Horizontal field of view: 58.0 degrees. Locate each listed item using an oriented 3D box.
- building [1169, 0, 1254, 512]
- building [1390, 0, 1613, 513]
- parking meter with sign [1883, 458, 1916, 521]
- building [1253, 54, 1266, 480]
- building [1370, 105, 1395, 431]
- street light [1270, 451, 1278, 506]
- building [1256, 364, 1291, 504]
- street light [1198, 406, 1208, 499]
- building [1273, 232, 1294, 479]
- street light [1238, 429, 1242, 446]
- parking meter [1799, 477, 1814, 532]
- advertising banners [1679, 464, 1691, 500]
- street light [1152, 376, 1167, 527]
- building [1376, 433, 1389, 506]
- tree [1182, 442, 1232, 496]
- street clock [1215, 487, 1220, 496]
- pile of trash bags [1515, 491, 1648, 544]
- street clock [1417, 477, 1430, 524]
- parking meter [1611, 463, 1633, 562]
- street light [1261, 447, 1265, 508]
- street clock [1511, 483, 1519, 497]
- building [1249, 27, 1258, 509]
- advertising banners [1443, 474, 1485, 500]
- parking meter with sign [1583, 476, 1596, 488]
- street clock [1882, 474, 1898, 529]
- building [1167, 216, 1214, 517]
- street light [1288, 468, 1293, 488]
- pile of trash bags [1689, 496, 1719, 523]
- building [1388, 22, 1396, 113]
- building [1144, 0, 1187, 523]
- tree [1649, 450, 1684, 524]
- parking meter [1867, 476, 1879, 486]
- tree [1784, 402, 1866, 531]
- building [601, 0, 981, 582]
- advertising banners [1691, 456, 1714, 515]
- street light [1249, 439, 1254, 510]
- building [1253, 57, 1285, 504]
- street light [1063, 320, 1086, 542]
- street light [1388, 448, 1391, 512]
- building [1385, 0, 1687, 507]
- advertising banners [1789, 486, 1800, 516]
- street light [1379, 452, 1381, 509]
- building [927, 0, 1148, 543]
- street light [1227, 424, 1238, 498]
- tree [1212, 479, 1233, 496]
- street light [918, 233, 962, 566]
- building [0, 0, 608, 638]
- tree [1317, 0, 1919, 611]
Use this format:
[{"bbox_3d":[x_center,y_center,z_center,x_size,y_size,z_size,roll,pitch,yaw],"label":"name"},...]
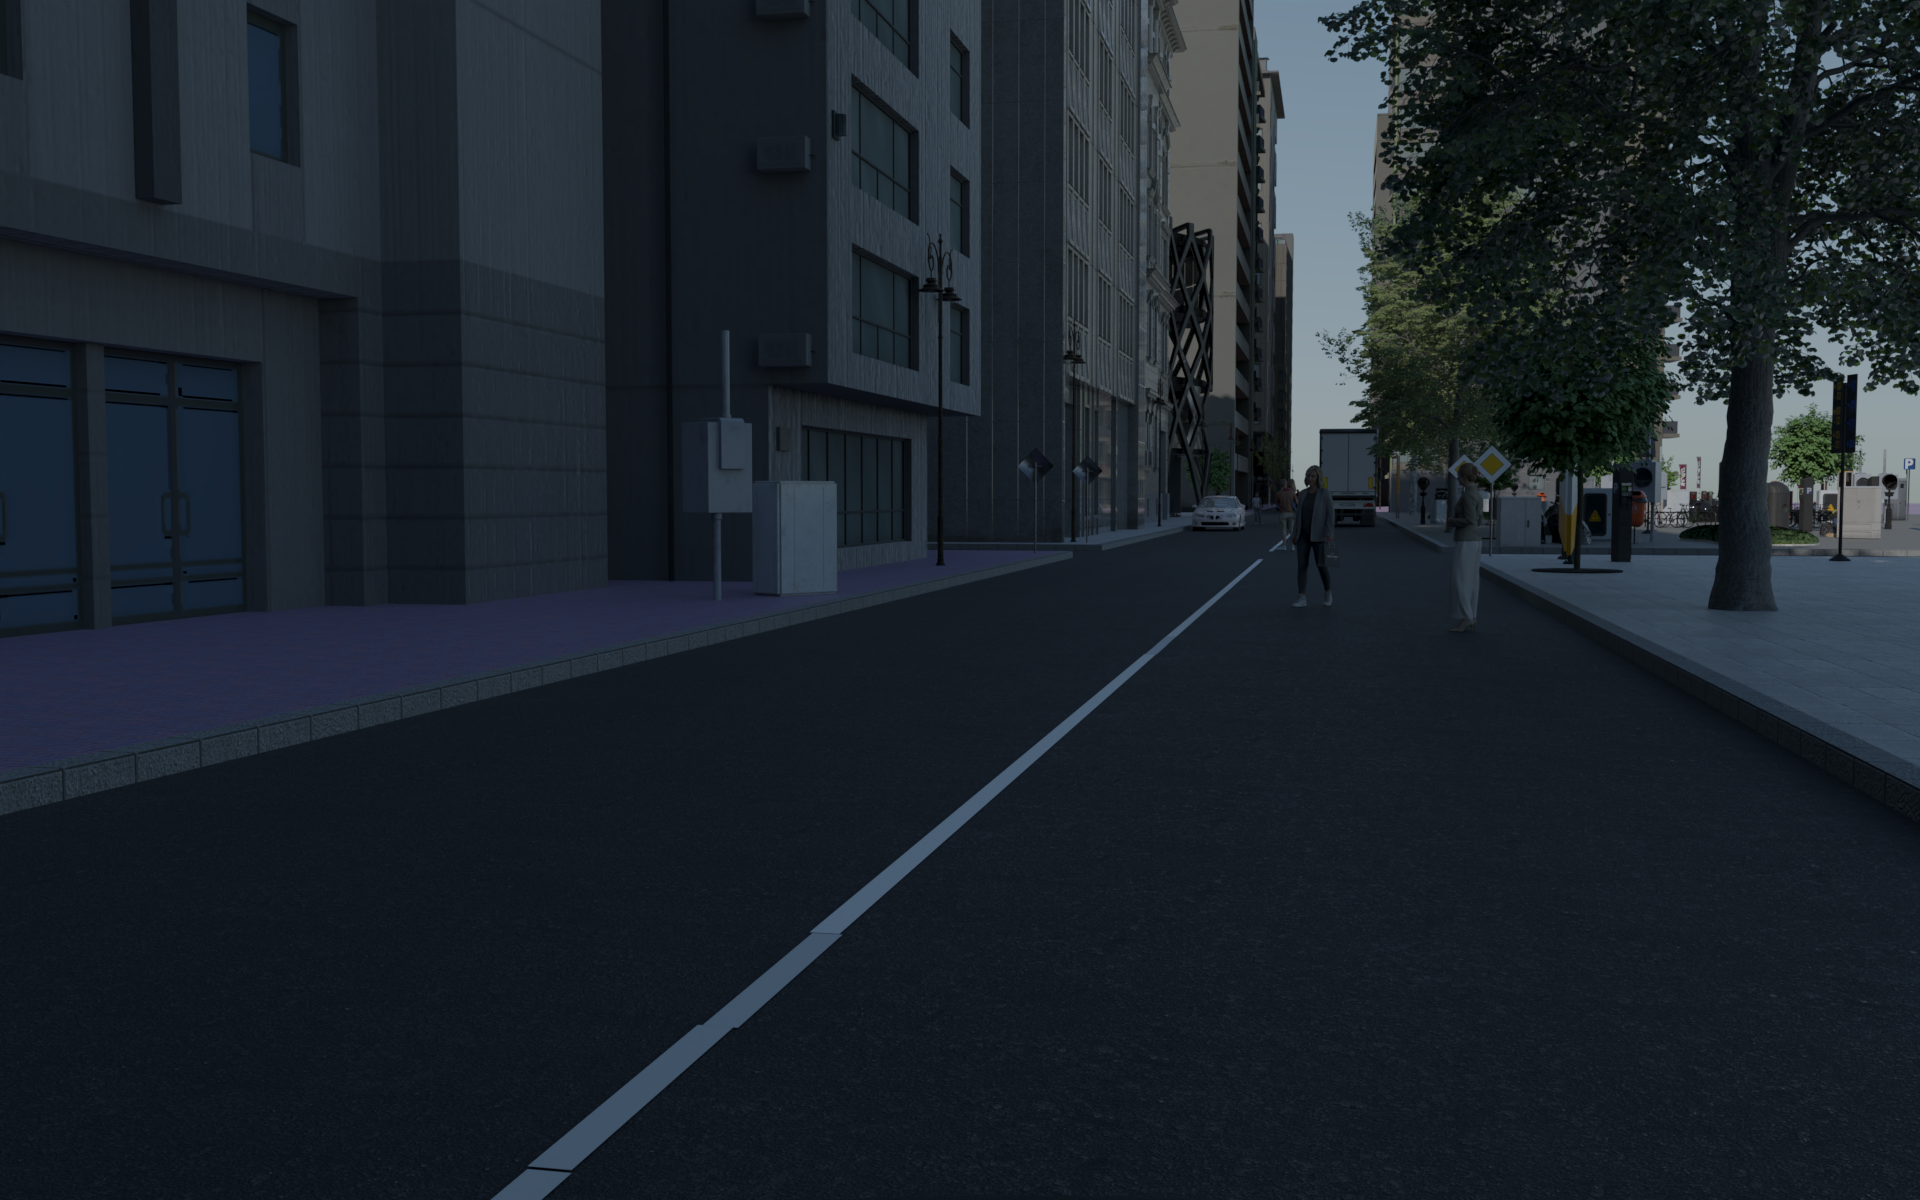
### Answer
[{"bbox_3d":[10.858,-31.055,131.446,21.300,48.544,21.600,1,4,12],"label":"building"},{"bbox_3d":[38.100,-26.910,123.577,14.154,41.232,14.086,1,4,12],"label":"building"},{"bbox_3d":[45.535,-5.369,84.048,1.738,3.016,0.543,-2,4,-29],"label":"parking meter with sign"},{"bbox_3d":[18.581,-31.606,171.380,22.147,44.769,28.867,1,4,12],"label":"building"},{"bbox_3d":[60.668,-35.773,208.598,21.300,48.544,21.600,1,4,12],"label":"building"},{"bbox_3d":[33.779,-13.124,187.364,0.468,5.910,1.993,1,4,12],"label":"street light"},{"bbox_3d":[32.604,-24.554,246.503,27.650,21.520,28.899,1,4,12],"label":"building"},{"bbox_3d":[12.698,-7.205,90.584,0.468,5.910,1.993,1,4,12],"label":"street light"},{"bbox_3d":[43.629,-35.591,265.502,14.154,41.232,14.086,1,4,12],"label":"building"},{"bbox_3d":[19.296,-9.033,120.479,0.468,5.910,1.993,1,4,12],"label":"street light"},{"bbox_3d":[28.552,-3.226,58.450,0.399,1.863,0.255,-1,4,-9],"label":"parking meter"},{"bbox_3d":[42.914,-6.428,101.283,2.074,3.025,0.090,-1,4,-12],"label":"advertising banners"},{"bbox_3d":[7.879,-5.840,68.275,0.468,5.910,1.993,1,4,12],"label":"street light"},{"bbox_3d":[53.181,-52.543,171.752,22.319,86.520,31.000,1,4,12],"label":"building"},{"bbox_3d":[15.384,-7.557,107.266,4.285,4.588,4.351,0,3,0],"label":"tree"},{"bbox_3d":[16.563,-6.534,111.402,0.358,2.002,0.471,1,4,13],"label":"street clock"},{"bbox_3d":[15.961,-2.147,44.859,3.447,1.369,1.912,2,4,24],"label":"pile of trash bags"},{"bbox_3d":[19.640,-4.212,73.431,0.471,2.002,0.358,0,4,4],"label":"street clock"},{"bbox_3d":[12.493,-1.650,32.683,0.255,1.863,0.399,0,4,-3],"label":"parking meter"},{"bbox_3d":[28.907,-11.772,165.262,0.468,5.910,1.993,1,4,12],"label":"street light"},{"bbox_3d":[36.516,-6.700,114.111,0.471,2.002,0.358,0,4,0],"label":"street clock"},{"bbox_3d":[17.922,-28.444,148.656,14.154,41.232,14.086,1,4,12],"label":"building"},{"bbox_3d":[22.182,-4.872,75.848,2.074,3.025,0.090,0,4,-2],"label":"advertising banners"},{"bbox_3d":[27.187,-4.825,75.153,1.738,3.016,0.543,2,4,31],"label":"parking meter with sign"},{"bbox_3d":[33.771,-3.571,62.954,0.471,2.002,0.358,1,4,12],"label":"street clock"},{"bbox_3d":[5.648,-14.058,97.294,16.820,18.784,16.811,1,4,12],"label":"building"},{"bbox_3d":[51.745,-18.146,269.469,0.468,5.910,1.993,1,4,12],"label":"street light"},{"bbox_3d":[37.960,-4.705,86.672,3.447,1.369,1.912,2,4,23],"label":"pile of trash bags"},{"bbox_3d":[72.073,-50.179,258.675,20.563,71.187,20.611,1,4,12],"label":"building"},{"bbox_3d":[2.147,-17.722,77.140,14.401,28.519,23.554,1,4,12],"label":"building"},{"bbox_3d":[30.650,-4.972,75.893,1.663,3.219,1.824,0,3,0],"label":"tree"},{"bbox_3d":[29.868,-3.118,56.698,0.255,1.863,0.399,0,4,5],"label":"parking meter"},{"bbox_3d":[29.956,-4.735,61.131,4.285,4.588,4.351,0,3,0],"label":"tree"},{"bbox_3d":[-7.167,-15.939,32.300,14.107,30.474,14.160,1,4,12],"label":"building"},{"bbox_3d":[34.980,-5.210,81.372,0.090,3.025,2.074,3,5,45],"label":"advertising banners"},{"bbox_3d":[24.041,-10.399,142.803,0.468,5.910,1.993,1,4,12],"label":"street light"},{"bbox_3d":[25.481,-38.380,216.752,28.713,52.752,27.495,1,4,12],"label":"building"},{"bbox_3d":[3.031,-4.484,46.108,0.468,5.910,1.993,1,4,12],"label":"street light"},{"bbox_3d":[30.568,-9.198,123.176,0.468,5.910,1.993,1,4,12],"label":"street light"},{"bbox_3d":[46.985,-29.919,143.795,22.147,44.769,28.867,1,4,12],"label":"building"},{"bbox_3d":[40.496,-5.416,84.732,0.090,3.025,2.074,-2,4,-32],"label":"advertising banners"},{"bbox_3d":[35.277,-10.552,145.313,0.468,5.910,1.993,1,4,12],"label":"street light"},{"bbox_3d":[-1.074,-14.535,55.666,12.078,24.808,19.932,1,4,12],"label":"building"},{"bbox_3d":[17.610,-8.556,112.677,0.468,5.910,1.993,1,4,12],"label":"street light"},{"bbox_3d":[17.777,-7.549,118.022,1.663,3.219,1.824,0,3,0],"label":"tree"},{"bbox_3d":[-0.349,-3.555,30.913,0.468,5.910,1.993,1,4,12],"label":"street light"},{"bbox_3d":[-18.098,-28.670,10.755,21.231,58.520,28.212,1,4,12],"label":"building"},{"bbox_3d":[8.813,-6.866,18.914,9.857,13.997,8.962,0,3,0],"label":"tree"}]
